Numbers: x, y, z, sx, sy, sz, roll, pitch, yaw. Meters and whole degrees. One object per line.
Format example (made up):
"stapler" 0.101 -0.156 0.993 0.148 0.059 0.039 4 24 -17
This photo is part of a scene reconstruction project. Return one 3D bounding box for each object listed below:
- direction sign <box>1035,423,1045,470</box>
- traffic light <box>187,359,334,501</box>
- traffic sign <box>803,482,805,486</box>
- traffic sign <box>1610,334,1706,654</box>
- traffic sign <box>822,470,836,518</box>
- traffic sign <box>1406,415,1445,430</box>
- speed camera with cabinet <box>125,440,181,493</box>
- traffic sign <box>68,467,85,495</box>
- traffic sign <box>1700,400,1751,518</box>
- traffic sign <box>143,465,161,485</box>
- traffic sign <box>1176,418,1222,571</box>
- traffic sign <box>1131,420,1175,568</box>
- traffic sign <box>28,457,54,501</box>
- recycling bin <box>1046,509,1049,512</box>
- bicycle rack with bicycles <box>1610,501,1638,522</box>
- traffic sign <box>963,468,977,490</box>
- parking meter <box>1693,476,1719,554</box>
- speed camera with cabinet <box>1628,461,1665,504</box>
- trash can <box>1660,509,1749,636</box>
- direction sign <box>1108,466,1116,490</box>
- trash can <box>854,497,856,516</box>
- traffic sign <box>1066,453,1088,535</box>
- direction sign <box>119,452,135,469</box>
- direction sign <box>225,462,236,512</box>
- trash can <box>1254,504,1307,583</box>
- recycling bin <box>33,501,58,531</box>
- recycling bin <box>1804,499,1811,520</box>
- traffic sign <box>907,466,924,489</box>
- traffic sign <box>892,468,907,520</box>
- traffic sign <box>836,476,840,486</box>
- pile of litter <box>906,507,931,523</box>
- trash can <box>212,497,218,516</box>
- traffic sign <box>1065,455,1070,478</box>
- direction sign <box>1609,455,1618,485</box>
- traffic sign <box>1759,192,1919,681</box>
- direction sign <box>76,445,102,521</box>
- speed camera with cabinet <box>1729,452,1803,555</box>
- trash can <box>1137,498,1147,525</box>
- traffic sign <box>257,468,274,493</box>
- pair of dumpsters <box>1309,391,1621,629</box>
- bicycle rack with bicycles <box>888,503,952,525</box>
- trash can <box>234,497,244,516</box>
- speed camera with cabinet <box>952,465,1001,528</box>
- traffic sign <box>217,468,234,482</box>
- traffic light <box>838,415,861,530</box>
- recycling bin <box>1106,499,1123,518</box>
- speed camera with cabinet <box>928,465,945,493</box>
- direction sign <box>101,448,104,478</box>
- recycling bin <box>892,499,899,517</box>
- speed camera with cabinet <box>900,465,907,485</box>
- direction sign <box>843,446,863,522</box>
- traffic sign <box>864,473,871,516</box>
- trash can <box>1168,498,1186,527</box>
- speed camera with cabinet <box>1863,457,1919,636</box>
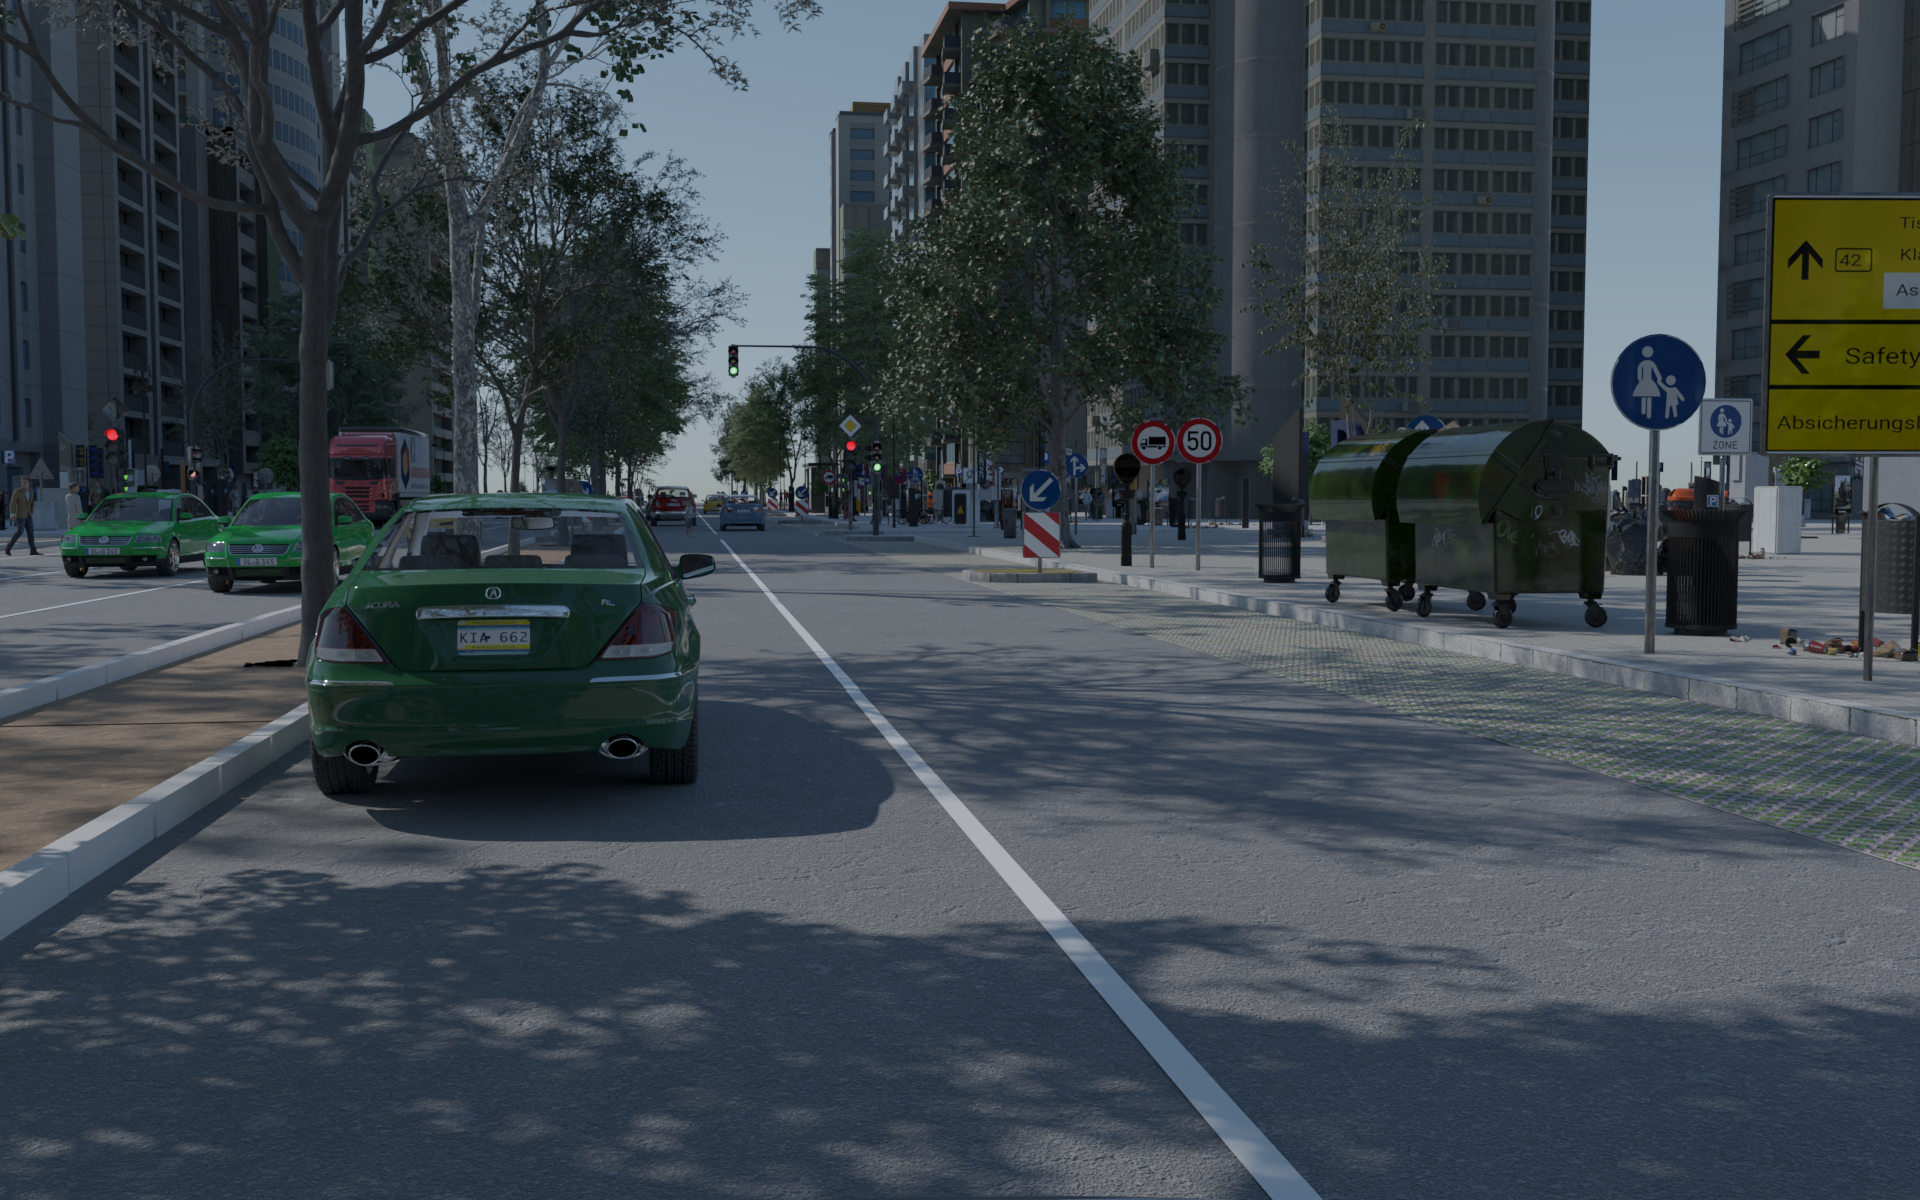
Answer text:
"direction sign" 2.258 -3.490 49.061 0.379 3.537 0.876 -1 4 -14
"traffic light" -23.527 -5.109 58.195 4.771 5.953 1.251 -1 4 -9
"traffic sign" -11.774 -8.184 133.807 0.884 2.594 0.081 0 4 -5
"traffic sign" 5.555 -0.842 13.877 0.768 2.556 0.104 0 4 -2
"traffic sign" -6.889 -5.562 91.038 0.768 2.556 0.104 0 4 -7
"traffic sign" 7.502 -1.707 28.022 0.768 2.556 0.104 0 4 -7
"speed camera with cabinet" -29.534 -4.215 63.257 2.038 3.252 0.660 1 4 9
"traffic sign" -33.041 -3.833 64.791 0.606 2.300 0.079 0 4 -5
"traffic sign" 8.182 -1.008 18.609 0.606 2.300 0.079 0 4 -8
"traffic sign" -35.030 -4.584 75.048 0.768 2.556 0.104 0 4 -5
"traffic sign" 3.995 -1.767 28.991 0.768 2.556 0.104 0 4 0
"traffic sign" 3.335 -1.828 29.992 0.768 2.556 0.104 0 3 0
"traffic sign" -32.595 -3.758 61.443 0.884 2.594 0.081 0 4 -8
"recycling bin" 3.241 -3.425 68.561 0.722 1.027 0.722 -1 4 -8
"bicycle rack with bicycles" 28.455 -3.685 73.626 2.852 0.926 2.925 -1 4 -20
"traffic sign" 0.420 -3.988 67.334 0.606 2.300 0.079 0 4 0
"parking meter" 10.381 -0.957 24.058 0.372 1.533 0.369 0 3 0
"speed camera with cabinet" 41.513 -6.753 104.753 2.038 3.252 0.660 0 4 -1
"trash can" 6.785 -0.255 15.830 0.748 1.137 0.748 0 3 0
"direction sign" 10.221 -7.729 118.358 0.876 3.537 0.379 1 4 16
"trash can" -6.366 -5.475 101.177 0.748 1.137 0.748 0 3 0
"traffic sign" 3.645 -3.323 54.431 0.768 2.556 0.104 0 4 -8
"direction sign" -45.270 -6.251 94.200 0.876 3.537 0.379 0 4 6
"direction sign" -52.037 -8.053 123.666 0.379 3.537 0.876 2 4 27
"trash can" 4.638 -0.824 25.121 0.748 1.137 0.748 0 3 0
"recycling bin" -32.236 -2.964 61.017 0.722 1.027 0.722 -1 4 -18
"recycling bin" 42.046 -4.523 86.504 0.722 1.027 0.722 1 4 20
"traffic sign" -2.063 -4.888 80.026 0.768 2.556 0.104 0 4 0
"traffic sign" -2.931 -5.174 84.694 0.768 2.556 0.104 0 4 -6
"traffic sign" -7.992 -6.771 110.704 0.884 2.594 0.081 -1 4 -9
"pile of litter" -1.779 -3.899 77.716 1.176 0.858 1.719 3 5 39
"trash can" -33.241 -3.999 77.039 0.748 1.137 0.748 0 3 0
"traffic sign" 3.307 -3.380 55.363 0.768 2.556 0.104 0 4 0
"direction sign" 37.427 -6.596 99.845 0.876 3.537 0.379 2 4 24
"traffic sign" 6.562 -1.097 11.803 2.265 3.308 0.079 0 4 -1
"direction sign" -40.233 -5.374 79.856 0.876 3.537 0.379 -2 4 -24
"speed camera with cabinet" 17.476 -2.644 37.565 0.660 3.252 2.038 0 4 -4
"trash can" 7.445 -3.684 71.882 0.748 1.137 0.748 0 3 0
"traffic sign" -33.548 -5.112 83.693 0.768 2.556 0.104 0 4 -7
"pair of dumpsters" 5.253 -0.979 18.496 1.574 2.255 4.437 -1 4 -9
"bicycle rack with bicycles" -1.717 -3.711 74.051 2.925 0.926 2.852 -1 4 -23
"trash can" -42.113 -5.468 101.048 0.748 1.137 0.748 0 3 0
"speed camera with cabinet" 0.616 -4.386 66.046 2.038 3.252 0.660 3 5 42
"traffic sign" -34.562 -4.979 81.517 0.768 2.556 0.104 0 4 0
"traffic light" -3.898 -4.428 61.325 0.839 4.253 0.868 -1 4 -9
"recycling bin" 8.299 -4.916 92.929 0.722 1.027 0.722 2 4 31
"speed camera with cabinet" -2.017 -7.532 117.486 2.038 3.252 0.660 0 4 3
"direction sign" -42.342 -5.689 85.007 0.379 3.537 0.876 1 4 15
"recycling bin" -3.366 -5.104 96.003 0.722 1.027 0.722 -1 4 -14
"speed camera with cabinet" -4.045 -7.633 119.138 0.660 3.252 2.038 0 4 6
"direction sign" -4.987 -5.447 81.049 0.876 3.537 0.379 1 4 8
"traffic sign" -5.663 -6.277 102.734 0.768 2.556 0.104 0 4 0
"trash can" 8.376 -3.380 66.916 0.748 1.137 0.748 0 3 0
"speed camera with cabinet" 9.251 -1.340 16.250 2.038 3.252 0.660 -3 4 -36
